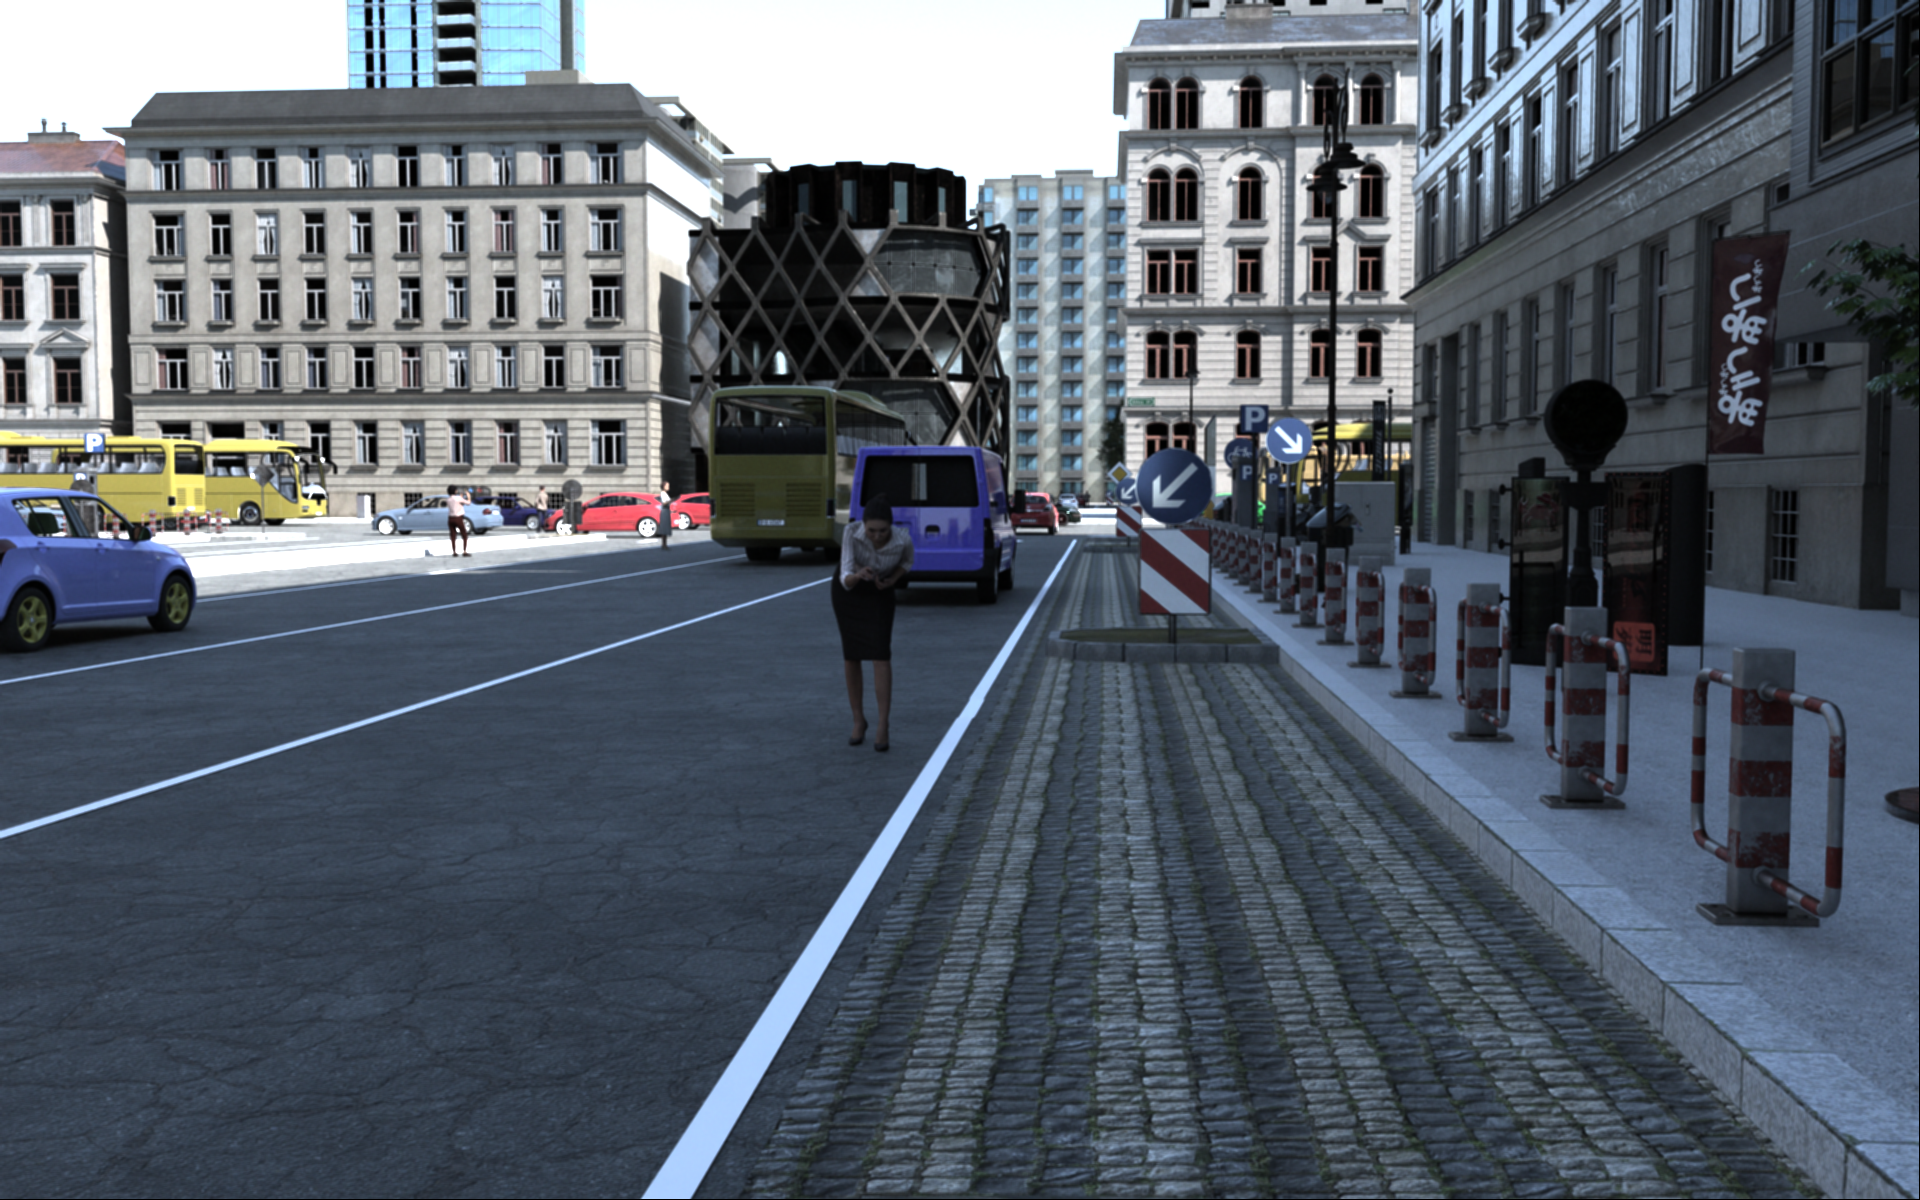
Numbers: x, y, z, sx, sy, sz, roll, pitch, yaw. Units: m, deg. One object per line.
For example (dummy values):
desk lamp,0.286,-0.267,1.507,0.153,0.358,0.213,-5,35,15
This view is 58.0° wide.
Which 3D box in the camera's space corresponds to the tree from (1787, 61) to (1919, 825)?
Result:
tree,4.323,-0.735,6.622,1.663,3.219,1.824,0,3,0

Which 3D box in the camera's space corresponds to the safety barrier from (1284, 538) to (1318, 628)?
safety barrier,3.357,-0.147,16.677,0.300,0.817,1.120,0,4,5

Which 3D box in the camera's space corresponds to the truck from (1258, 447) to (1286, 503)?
truck,15.968,-4.520,69.827,9.791,3.379,3.469,0,4,6

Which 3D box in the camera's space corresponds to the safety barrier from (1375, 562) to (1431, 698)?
safety barrier,2.881,0.204,10.937,0.300,0.817,1.120,0,4,5

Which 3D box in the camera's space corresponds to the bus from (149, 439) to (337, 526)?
bus,-34.843,-5.339,78.831,12.252,3.916,2.896,0,4,5

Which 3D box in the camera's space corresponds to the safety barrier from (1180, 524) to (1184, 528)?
safety barrier,5.266,-1.551,39.631,0.300,0.817,1.120,0,4,5

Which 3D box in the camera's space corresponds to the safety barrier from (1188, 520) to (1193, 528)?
safety barrier,4.944,-1.317,35.809,0.300,0.817,1.120,0,4,5

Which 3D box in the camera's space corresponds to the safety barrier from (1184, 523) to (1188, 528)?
safety barrier,5.106,-1.434,37.721,0.300,0.817,1.120,0,4,5

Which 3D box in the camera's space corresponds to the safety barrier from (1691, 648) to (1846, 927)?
safety barrier,2.403,0.555,5.200,0.300,0.817,1.120,0,4,5

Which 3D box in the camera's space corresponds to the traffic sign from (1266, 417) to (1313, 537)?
traffic sign,5.467,-1.757,28.827,0.768,2.556,0.104,1,4,12

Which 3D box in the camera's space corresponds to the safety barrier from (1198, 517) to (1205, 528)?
safety barrier,4.631,-1.083,31.988,0.300,0.817,1.120,0,4,5

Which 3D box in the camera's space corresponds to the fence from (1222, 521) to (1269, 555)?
fence,6.056,-1.341,37.296,0.278,0.683,2.069,-2,4,-26

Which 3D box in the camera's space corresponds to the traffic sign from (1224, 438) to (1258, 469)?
traffic sign,6.367,-2.397,39.291,0.768,2.556,0.104,1,4,13

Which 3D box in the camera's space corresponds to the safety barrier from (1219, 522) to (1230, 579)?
safety barrier,4.152,-0.732,26.242,0.300,0.817,1.120,0,4,5

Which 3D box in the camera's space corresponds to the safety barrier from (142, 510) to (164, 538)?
safety barrier,-23.868,-2.259,51.211,0.300,0.817,1.120,0,4,5

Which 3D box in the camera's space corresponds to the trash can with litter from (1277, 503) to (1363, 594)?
trash can with litter,4.674,-0.682,22.533,1.055,1.170,0.624,-2,4,-32

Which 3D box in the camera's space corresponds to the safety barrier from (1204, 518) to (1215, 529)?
safety barrier,4.471,-0.967,30.078,0.300,0.817,1.120,0,4,5

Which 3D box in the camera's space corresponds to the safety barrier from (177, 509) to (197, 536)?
safety barrier,-23.711,-2.376,53.128,0.300,0.817,1.120,0,4,5

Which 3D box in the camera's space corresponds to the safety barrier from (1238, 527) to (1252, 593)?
safety barrier,3.832,-0.498,22.422,0.300,0.817,1.120,0,4,5

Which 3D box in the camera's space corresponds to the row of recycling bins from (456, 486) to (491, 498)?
row of recycling bins,-25.089,-4.985,88.618,1.069,1.692,3.534,1,4,12

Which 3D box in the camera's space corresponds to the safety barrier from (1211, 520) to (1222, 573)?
safety barrier,4.313,-0.850,28.165,0.300,0.817,1.120,0,4,5

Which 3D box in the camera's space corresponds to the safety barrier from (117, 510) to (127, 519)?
safety barrier,-24.027,-2.142,49.301,0.300,0.817,1.120,0,4,5

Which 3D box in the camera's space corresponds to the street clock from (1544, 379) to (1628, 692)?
street clock,3.988,-0.399,11.091,0.471,2.002,0.358,0,4,8

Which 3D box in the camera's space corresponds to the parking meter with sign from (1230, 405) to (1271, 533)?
parking meter with sign,5.726,-2.350,34.678,0.543,3.016,1.738,0,4,-1

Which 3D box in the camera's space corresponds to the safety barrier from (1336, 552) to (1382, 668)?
safety barrier,3.040,0.087,12.851,0.300,0.817,1.120,0,4,5

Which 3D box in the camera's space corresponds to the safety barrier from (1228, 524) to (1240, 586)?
safety barrier,3.993,-0.615,24.332,0.300,0.817,1.120,0,4,5

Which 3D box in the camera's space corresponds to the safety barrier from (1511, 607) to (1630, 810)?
safety barrier,2.562,0.438,7.111,0.300,0.817,1.120,0,4,5

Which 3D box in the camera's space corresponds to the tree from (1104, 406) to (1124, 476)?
tree,21.360,-18.645,212.274,7.806,13.903,7.818,0,3,0

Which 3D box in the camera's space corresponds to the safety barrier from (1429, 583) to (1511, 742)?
safety barrier,2.721,0.321,9.027,0.300,0.817,1.120,0,4,5

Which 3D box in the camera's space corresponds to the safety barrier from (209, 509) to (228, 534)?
safety barrier,-23.553,-2.493,55.038,0.300,0.817,1.120,0,4,5

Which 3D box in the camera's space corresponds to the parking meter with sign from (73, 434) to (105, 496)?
parking meter with sign,-24.814,-3.231,49.086,0.543,3.016,1.738,0,4,-6

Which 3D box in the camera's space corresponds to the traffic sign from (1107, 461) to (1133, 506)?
traffic sign,4.837,-2.992,52.558,0.795,2.450,0.064,0,4,5

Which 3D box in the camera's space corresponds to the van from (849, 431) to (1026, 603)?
van,-0.284,-1.225,24.414,2.240,2.365,5.245,0,4,5

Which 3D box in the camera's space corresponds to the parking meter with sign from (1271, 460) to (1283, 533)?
parking meter with sign,8.643,-3.153,47.811,0.543,3.016,1.738,1,4,15

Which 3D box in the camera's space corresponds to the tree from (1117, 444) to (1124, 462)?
tree,18.235,-14.059,180.229,4.737,8.622,4.395,0,3,0

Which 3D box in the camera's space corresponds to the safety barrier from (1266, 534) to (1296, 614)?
safety barrier,3.521,-0.264,18.595,0.300,0.817,1.120,0,4,5

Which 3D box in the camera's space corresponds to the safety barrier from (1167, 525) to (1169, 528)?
safety barrier,5.900,-2.021,47.315,0.300,0.817,1.120,0,4,5

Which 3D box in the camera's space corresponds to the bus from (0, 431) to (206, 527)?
bus,-36.180,-4.681,68.089,12.252,3.916,2.896,0,4,4

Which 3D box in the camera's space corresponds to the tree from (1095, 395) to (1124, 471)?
tree,15.893,-13.776,159.642,7.601,10.594,8.767,0,4,7

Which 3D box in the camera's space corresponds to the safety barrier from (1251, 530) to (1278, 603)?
safety barrier,3.677,-0.381,20.511,0.300,0.817,1.120,0,4,5

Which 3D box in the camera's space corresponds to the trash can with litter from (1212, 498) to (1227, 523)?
trash can with litter,7.006,-2.185,47.113,1.055,1.170,0.624,-2,4,-26

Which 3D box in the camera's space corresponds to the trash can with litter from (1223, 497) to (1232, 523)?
trash can with litter,6.666,-1.933,42.655,1.678,1.210,2.233,0,4,0

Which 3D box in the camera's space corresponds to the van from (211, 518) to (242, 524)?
van,-35.555,-4.640,82.872,4.112,2.044,2.013,0,4,7

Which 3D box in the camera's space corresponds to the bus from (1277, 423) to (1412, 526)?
bus,17.266,-4.202,60.243,12.252,3.916,2.896,0,4,5

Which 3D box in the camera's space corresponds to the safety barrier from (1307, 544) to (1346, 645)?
safety barrier,3.199,-0.030,14.762,0.300,0.817,1.120,0,4,5

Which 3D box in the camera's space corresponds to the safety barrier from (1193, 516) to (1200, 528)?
safety barrier,4.786,-1.200,33.899,0.300,0.817,1.120,0,4,5

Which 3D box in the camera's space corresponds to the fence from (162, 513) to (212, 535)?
fence,-24.427,-2.401,54.626,0.278,0.683,2.069,1,4,18

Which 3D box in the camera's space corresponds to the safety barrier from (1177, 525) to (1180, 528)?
safety barrier,5.426,-1.668,41.553,0.300,0.817,1.120,0,4,5

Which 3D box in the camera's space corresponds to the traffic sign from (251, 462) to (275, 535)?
traffic sign,-22.063,-3.129,54.805,0.795,2.450,0.064,0,4,5

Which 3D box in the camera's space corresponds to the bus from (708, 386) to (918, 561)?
bus,-3.122,-2.966,40.047,2.896,3.916,12.252,0,4,6
